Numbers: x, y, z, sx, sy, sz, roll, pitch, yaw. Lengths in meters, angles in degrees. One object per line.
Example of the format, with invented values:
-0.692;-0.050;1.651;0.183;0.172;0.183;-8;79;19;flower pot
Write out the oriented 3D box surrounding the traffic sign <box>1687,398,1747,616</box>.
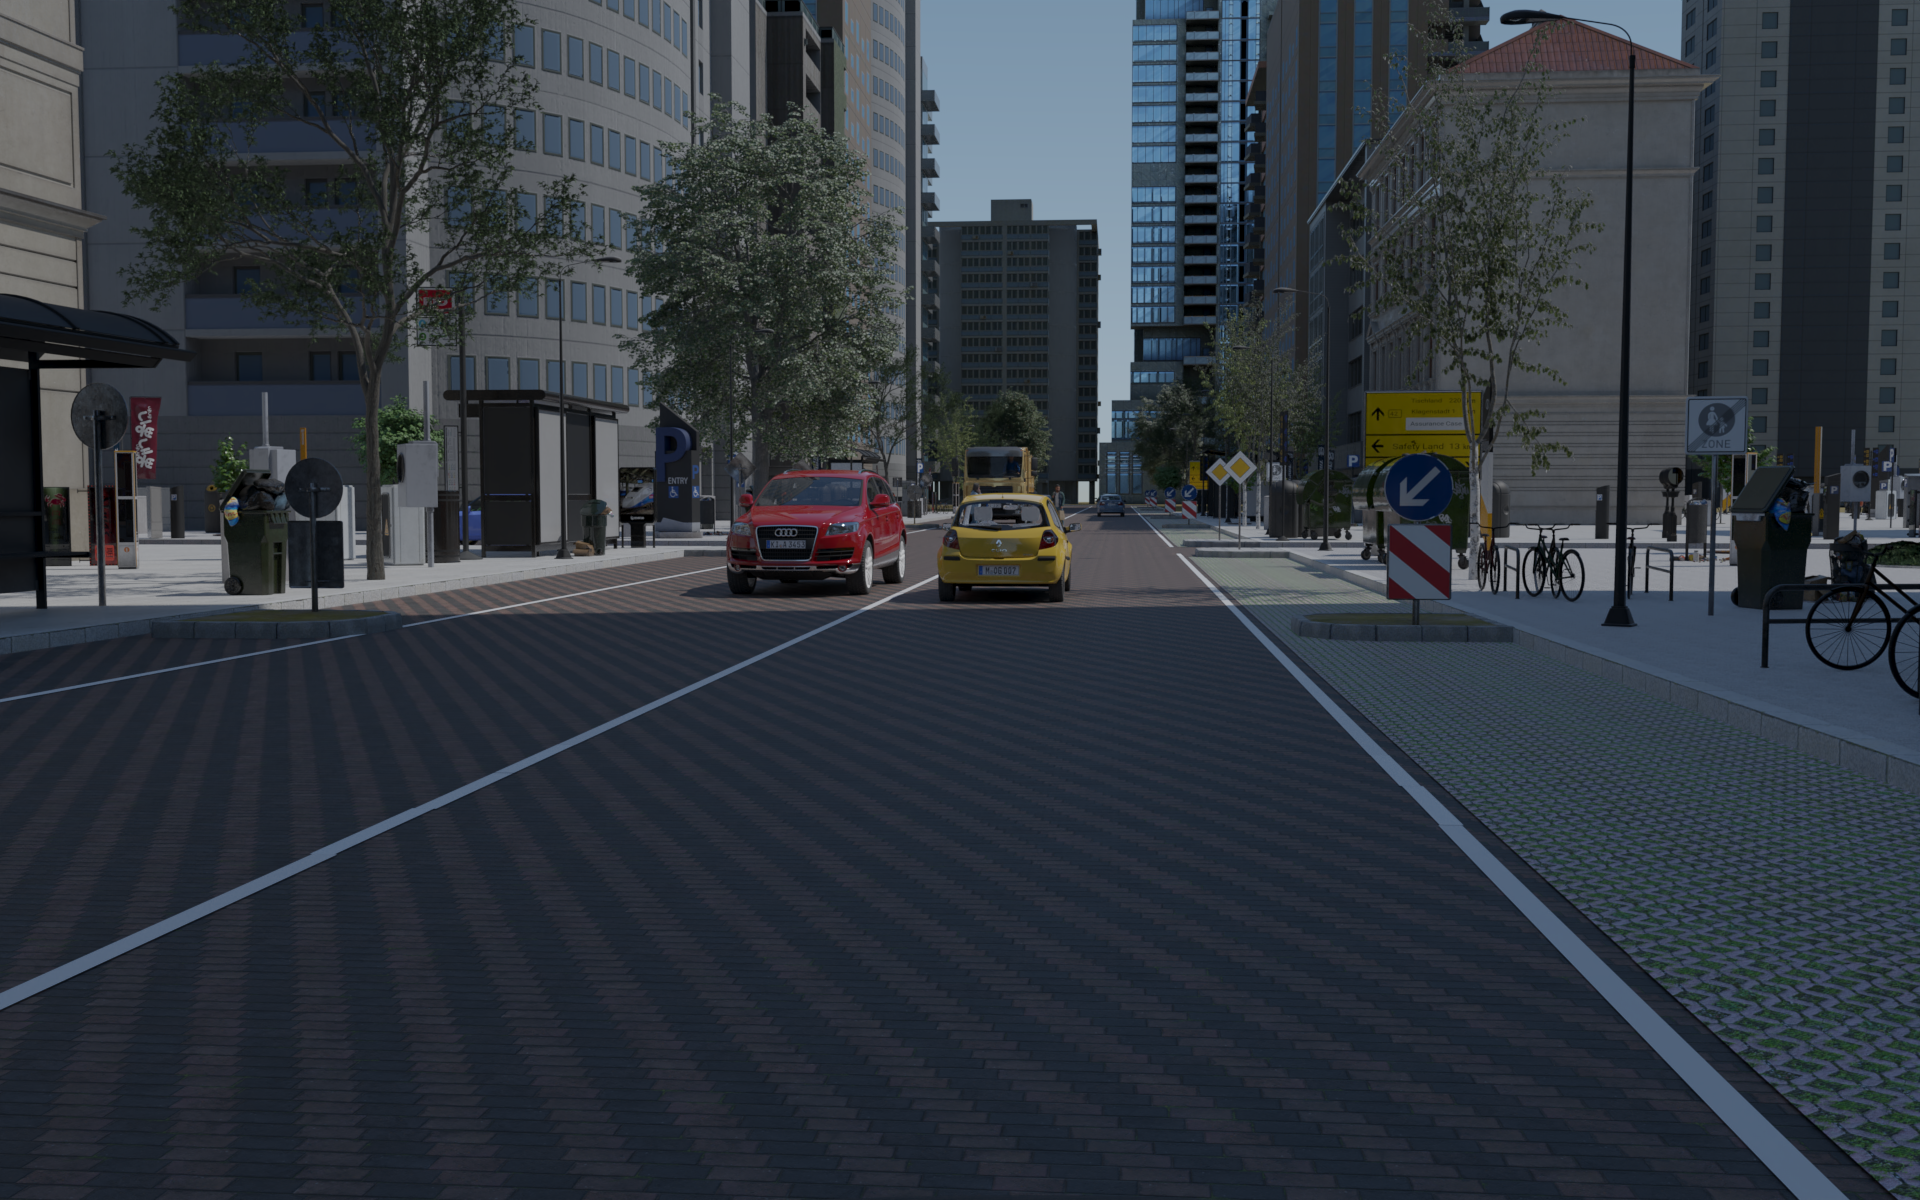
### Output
7.930;-0.984;18.224;0.606;2.300;0.079;1;4;13;traffic sign

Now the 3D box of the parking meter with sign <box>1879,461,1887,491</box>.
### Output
48.548;-5.793;90.981;0.543;3.016;1.738;3;4;37;parking meter with sign

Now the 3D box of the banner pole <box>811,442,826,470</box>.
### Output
-5.765;-4.964;71.183;0.863;3.779;0.401;-1;4;-12;banner pole

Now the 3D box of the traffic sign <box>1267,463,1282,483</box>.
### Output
10.305;-3.327;56.523;0.606;2.300;0.079;1;4;9;traffic sign

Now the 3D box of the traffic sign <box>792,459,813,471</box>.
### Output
-4.468;-2.771;48.944;0.795;2.450;0.064;0;4;5;traffic sign

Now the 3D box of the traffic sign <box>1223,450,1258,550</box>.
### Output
6.445;-2.218;39.906;0.795;2.450;0.064;0;4;5;traffic sign

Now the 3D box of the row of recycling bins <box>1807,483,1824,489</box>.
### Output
39.497;-4.441;79.730;1.069;1.692;3.534;1;4;18;row of recycling bins

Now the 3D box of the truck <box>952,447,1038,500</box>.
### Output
1.681;-4.736;73.359;3.469;3.379;9.791;0;4;5;truck

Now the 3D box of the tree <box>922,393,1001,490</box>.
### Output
-0.511;-10.578;123.304;4.737;8.622;4.395;0;3;0;tree

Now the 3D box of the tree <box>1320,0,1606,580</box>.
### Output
7.558;-4.595;25.492;4.360;8.622;3.978;0;3;0;tree

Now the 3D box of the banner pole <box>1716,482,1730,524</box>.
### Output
32.592;-5.167;74.491;0.863;3.779;0.401;-2;4;-24;banner pole

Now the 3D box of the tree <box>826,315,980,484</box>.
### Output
-3.568;-9.348;87.249;8.767;10.594;7.601;0;3;0;tree

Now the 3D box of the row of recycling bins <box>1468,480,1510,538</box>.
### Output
15.493;-2.760;52.238;1.069;1.692;3.534;-1;4;-8;row of recycling bins

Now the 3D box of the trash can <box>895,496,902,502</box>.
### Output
-3.815;-5.789;106.297;0.748;1.137;0.748;0;3;0;trash can

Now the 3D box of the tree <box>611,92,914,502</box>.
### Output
-6.386;-9.154;56.317;9.857;13.997;8.962;0;3;0;tree

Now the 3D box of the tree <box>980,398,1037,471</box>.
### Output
4.076;-14.278;167.859;7.601;10.594;8.767;2;4;28;tree

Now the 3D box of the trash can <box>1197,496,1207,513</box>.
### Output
16.561;-6.532;118.453;0.748;1.137;0.748;0;3;0;trash can

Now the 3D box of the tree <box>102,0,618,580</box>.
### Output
-8.888;-5.558;25.289;8.767;10.594;7.601;1;4;21;tree

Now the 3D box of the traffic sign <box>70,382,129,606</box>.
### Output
-9.835;-1.204;19.788;0.768;2.556;0.104;1;4;14;traffic sign

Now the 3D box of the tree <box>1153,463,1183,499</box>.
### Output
20.605;-11.474;171.307;4.285;4.588;4.351;0;3;0;tree

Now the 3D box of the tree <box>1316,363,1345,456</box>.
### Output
19.036;-8.891;95.723;4.737;8.622;4.395;0;3;0;tree

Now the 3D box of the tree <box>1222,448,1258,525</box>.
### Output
11.916;-4.798;73.052;1.663;3.219;1.824;0;3;0;tree

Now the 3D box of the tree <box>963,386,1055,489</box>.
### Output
5.407;-16.340;184.174;9.611;12.733;9.660;0;3;0;tree

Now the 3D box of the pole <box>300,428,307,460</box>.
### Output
-20.228;-3.644;53.418;0.158;3.312;0.155;0;3;0;pole

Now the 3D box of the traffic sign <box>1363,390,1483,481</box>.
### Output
9.075;-2.456;34.026;2.265;3.308;0.079;1;4;9;traffic sign

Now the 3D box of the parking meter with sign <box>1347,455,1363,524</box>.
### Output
17.386;-4.881;76.059;0.543;3.016;1.738;0;4;3;parking meter with sign

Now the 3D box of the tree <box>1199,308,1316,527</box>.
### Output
11.279;-7.196;68.016;4.737;8.622;4.395;0;3;0;tree

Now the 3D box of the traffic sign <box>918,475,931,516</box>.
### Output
-2.088;-6.191;102.404;0.795;2.450;0.064;0;4;8;traffic sign

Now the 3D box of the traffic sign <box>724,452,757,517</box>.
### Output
-5.198;-2.284;40.992;0.795;2.450;0.064;0;4;5;traffic sign

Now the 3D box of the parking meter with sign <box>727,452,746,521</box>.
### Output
-8.861;-4.465;69.260;0.543;3.016;1.738;-1;4;-18;parking meter with sign

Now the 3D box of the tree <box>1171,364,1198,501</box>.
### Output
13.232;-8.169;83.920;4.360;8.622;3.978;0;3;0;tree

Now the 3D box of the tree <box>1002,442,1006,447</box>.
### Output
1.585;-11.822;143.644;4.737;8.622;4.395;0;3;0;tree

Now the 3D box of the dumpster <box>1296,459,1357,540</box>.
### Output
10.344;-2.839;48.915;1.502;2.255;1.985;0;4;5;dumpster

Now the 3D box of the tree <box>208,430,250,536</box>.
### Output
-22.312;-3.561;52.829;1.663;3.219;1.824;0;3;0;tree

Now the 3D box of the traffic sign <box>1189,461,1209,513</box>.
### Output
15.137;-6.854;105.935;2.265;3.308;0.079;1;4;14;traffic sign

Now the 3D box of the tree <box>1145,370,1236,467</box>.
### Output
17.316;-12.001;130.622;7.601;10.594;8.767;-2;4;-25;tree

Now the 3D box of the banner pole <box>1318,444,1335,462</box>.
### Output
18.312;-5.907;86.596;0.863;3.779;0.401;1;4;14;banner pole

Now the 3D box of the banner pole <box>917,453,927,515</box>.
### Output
-2.399;-7.107;106.208;0.863;3.779;0.401;-3;4;-38;banner pole

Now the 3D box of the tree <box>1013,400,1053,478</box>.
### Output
6.963;-16.983;195.801;7.486;12.596;7.792;0;3;0;tree

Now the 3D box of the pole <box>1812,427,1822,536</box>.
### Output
25.973;-3.586;52.470;0.158;3.312;0.155;0;3;0;pole

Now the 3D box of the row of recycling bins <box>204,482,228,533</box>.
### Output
-23.502;-3.032;56.686;3.534;1.692;1.069;3;4;36;row of recycling bins

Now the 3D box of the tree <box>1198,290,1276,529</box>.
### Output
11.185;-6.910;63.344;4.360;8.622;3.978;0;3;0;tree

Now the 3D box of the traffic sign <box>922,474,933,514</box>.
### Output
-2.090;-6.605;108.095;0.768;2.556;0.104;1;4;10;traffic sign

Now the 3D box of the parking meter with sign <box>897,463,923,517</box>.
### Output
-2.889;-6.202;97.667;1.738;3.016;0.543;3;5;41;parking meter with sign

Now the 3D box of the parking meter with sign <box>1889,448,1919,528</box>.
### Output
36.011;-4.219;65.249;1.738;3.016;0.543;1;4;12;parking meter with sign

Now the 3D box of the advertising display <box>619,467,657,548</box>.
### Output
-7.681;-2.208;41.311;0.974;1.923;0.123;1;4;19;advertising display

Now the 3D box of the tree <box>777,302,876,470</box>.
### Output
-5.424;-6.979;64.462;4.737;8.622;4.395;0;3;0;tree

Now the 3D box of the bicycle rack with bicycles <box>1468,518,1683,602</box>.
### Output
7.707;-0.508;21.692;2.852;0.926;2.925;1;4;14;bicycle rack with bicycles

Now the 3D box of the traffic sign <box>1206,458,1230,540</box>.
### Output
7.176;-2.704;47.858;0.795;2.450;0.064;0;4;5;traffic sign

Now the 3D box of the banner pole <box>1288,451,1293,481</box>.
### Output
16.766;-6.056;89.035;0.863;3.779;0.401;3;4;37;banner pole

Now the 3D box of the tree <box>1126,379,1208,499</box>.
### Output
23.360;-17.582;194.123;9.857;13.997;8.962;0;3;0;tree

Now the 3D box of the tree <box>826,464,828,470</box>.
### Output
-6.933;-6.168;95.442;1.663;3.219;1.824;0;3;0;tree

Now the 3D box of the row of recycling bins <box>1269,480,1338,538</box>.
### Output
10.304;-2.734;51.806;1.069;1.692;3.534;3;5;39;row of recycling bins

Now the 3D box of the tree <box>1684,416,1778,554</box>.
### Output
16.778;-2.610;37.275;1.663;3.219;1.824;0;3;0;tree

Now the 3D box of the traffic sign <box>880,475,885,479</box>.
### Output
-4.288;-5.695;95.236;0.606;2.300;0.079;0;4;6;traffic sign

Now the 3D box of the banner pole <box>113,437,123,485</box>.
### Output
-28.015;-4.141;57.722;0.401;3.779;0.863;0;4;-2;banner pole

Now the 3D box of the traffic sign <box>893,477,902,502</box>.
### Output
-3.775;-6.261;104.495;0.606;2.300;0.079;1;4;10;traffic sign

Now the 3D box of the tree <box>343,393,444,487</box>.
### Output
-18.220;-4.429;56.132;4.285;4.588;4.351;0;3;0;tree
